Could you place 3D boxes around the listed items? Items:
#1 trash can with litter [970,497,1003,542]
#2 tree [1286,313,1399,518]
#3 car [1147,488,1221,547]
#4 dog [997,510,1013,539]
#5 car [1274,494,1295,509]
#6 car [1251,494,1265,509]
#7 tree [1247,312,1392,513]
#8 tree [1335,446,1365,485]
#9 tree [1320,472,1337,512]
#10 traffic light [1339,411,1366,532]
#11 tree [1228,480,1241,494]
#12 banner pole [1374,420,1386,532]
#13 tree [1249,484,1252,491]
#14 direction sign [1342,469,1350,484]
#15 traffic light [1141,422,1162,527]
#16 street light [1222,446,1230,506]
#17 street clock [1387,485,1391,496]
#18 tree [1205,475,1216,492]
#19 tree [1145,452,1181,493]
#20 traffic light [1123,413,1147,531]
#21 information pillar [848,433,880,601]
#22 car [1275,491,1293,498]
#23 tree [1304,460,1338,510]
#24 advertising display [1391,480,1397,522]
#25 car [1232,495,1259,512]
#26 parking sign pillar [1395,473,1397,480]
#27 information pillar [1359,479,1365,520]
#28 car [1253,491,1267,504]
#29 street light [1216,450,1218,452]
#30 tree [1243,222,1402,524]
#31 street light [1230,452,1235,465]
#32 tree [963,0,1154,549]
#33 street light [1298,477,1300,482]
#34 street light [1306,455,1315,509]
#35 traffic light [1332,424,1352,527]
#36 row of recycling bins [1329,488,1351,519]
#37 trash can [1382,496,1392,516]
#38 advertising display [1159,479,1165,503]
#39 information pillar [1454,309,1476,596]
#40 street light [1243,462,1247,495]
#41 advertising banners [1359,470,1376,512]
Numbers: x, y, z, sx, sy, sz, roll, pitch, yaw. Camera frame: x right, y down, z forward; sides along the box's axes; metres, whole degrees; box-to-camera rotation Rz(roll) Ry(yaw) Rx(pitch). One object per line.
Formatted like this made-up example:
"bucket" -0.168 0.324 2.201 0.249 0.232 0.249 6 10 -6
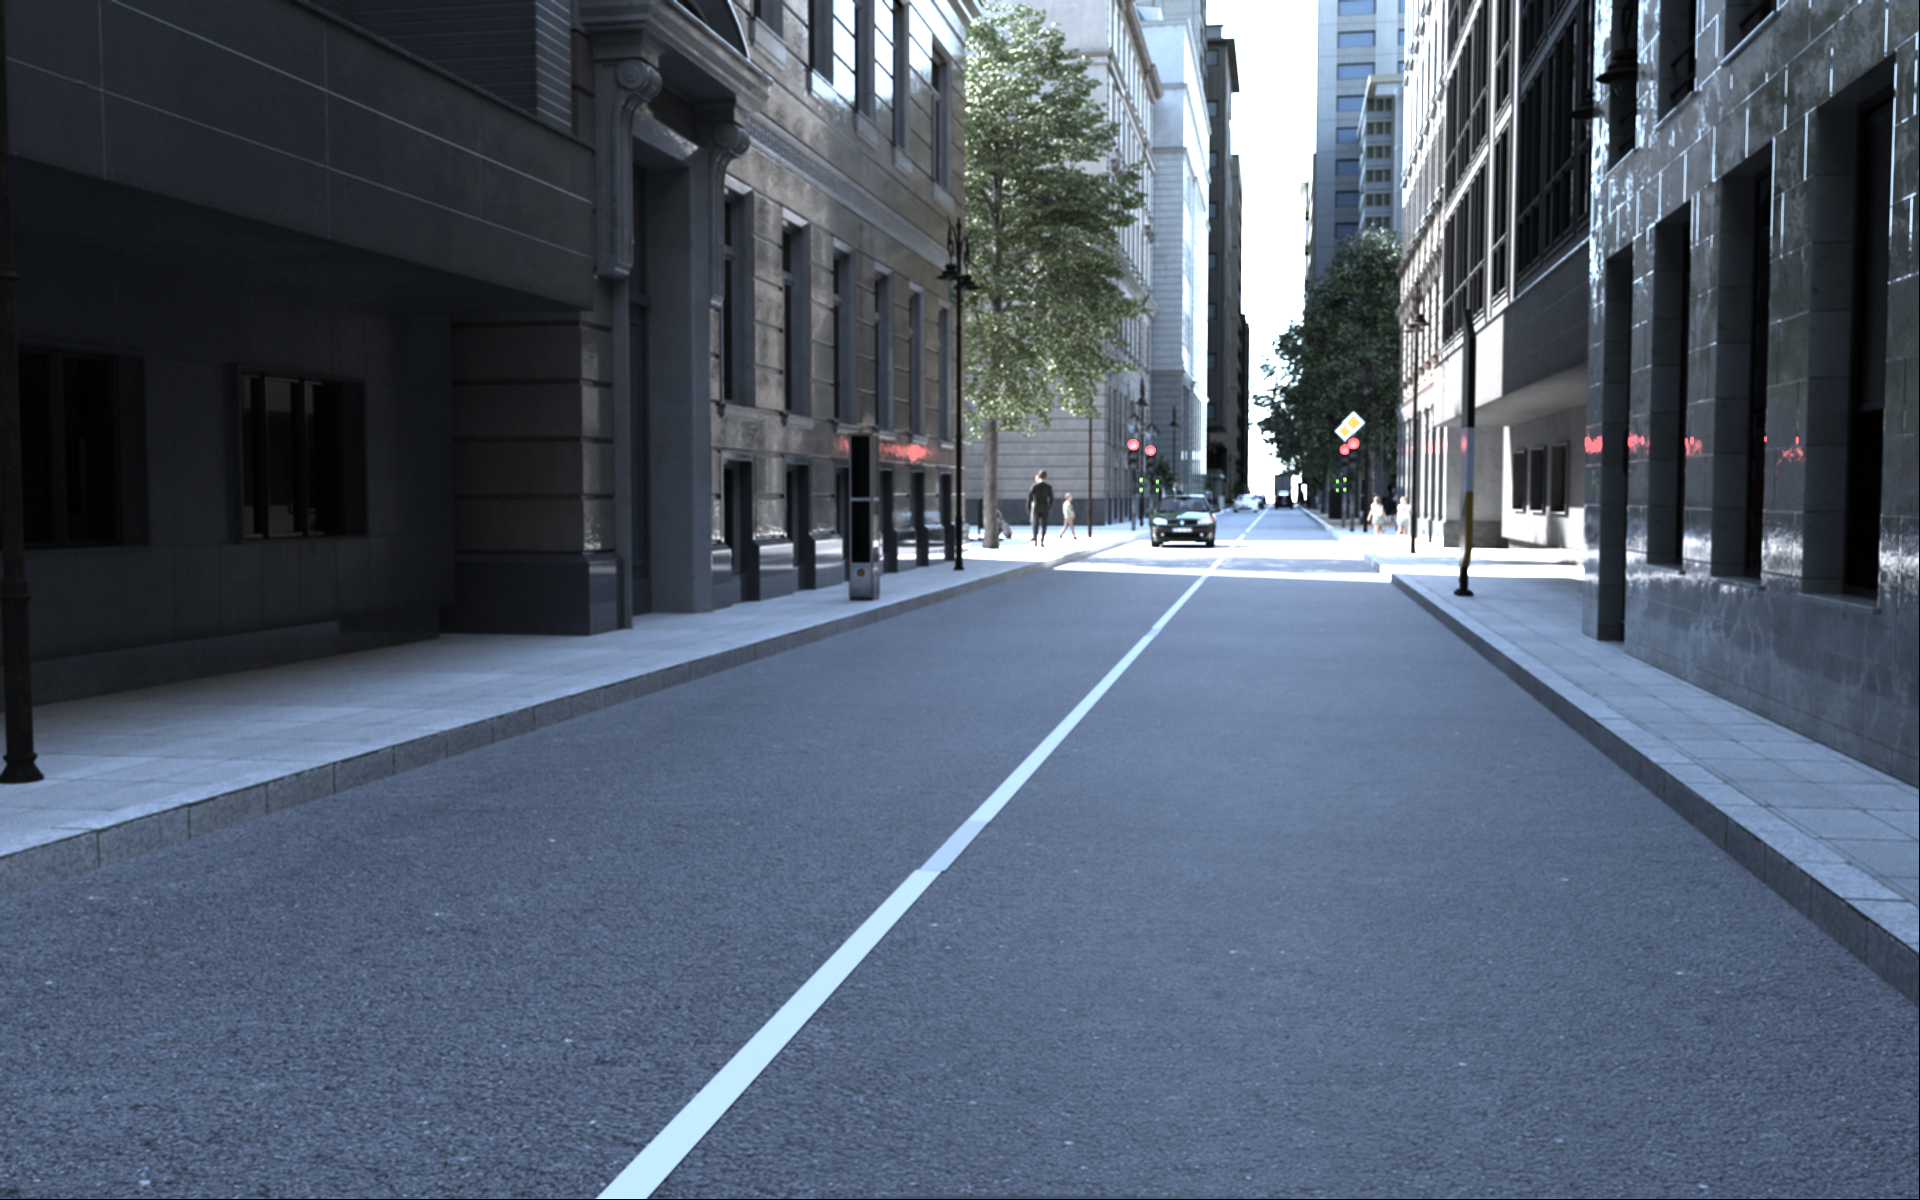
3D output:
"trash can with litter" 0.341 -2.192 46.898 2.233 1.210 1.678 -3 5 -43
"tree" 21.281 -10.218 92.817 9.928 11.665 9.643 0 3 0
"car" 6.180 -2.323 47.775 2.009 1.686 4.222 1 4 9
"dog" 1.289 -2.162 49.736 0.513 0.831 0.800 -2 4 -30
"car" 31.191 -9.597 166.691 2.009 1.686 4.222 1 4 11
"car" 28.398 -9.505 167.208 2.131 1.459 4.920 1 4 11
"tree" 24.306 -12.757 115.228 9.857 13.997 8.962 0 3 0
"tree" 31.171 -11.267 134.577 4.737 8.622 4.395 0 3 0
"tree" 26.943 -8.103 127.082 1.663 3.219 1.824 0 3 0
"traffic light" 13.281 -4.265 58.652 0.839 4.253 0.868 1 4 10
"tree" 34.736 -13.671 218.118 1.663 3.219 1.824 0 3 0
"banner pole" 14.345 -4.223 59.057 0.401 3.779 0.863 1 4 12
"tree" 48.595 -18.547 297.842 1.663 3.219 1.824 0 3 0
"direction sign" 29.069 -8.507 131.080 0.876 3.537 0.379 0 4 -7
"traffic light" 7.498 -4.826 67.826 0.839 4.253 0.868 1 4 10
"street light" 25.151 -11.757 165.008 0.468 5.910 1.993 1 4 10
"street clock" 32.632 -7.749 131.269 0.471 2.002 0.358 0 4 7
"tree" 19.793 -8.960 141.096 1.663 3.219 1.824 0 3 0
"tree" 9.373 -5.194 79.529 1.663 3.219 1.824 0 3 0
"traffic light" 6.040 -4.346 59.975 0.839 4.253 0.868 1 4 10
"information pillar" -1.158 -1.007 20.952 0.304 2.012 0.304 1 4 14
"car" 43.162 -13.579 230.683 2.281 1.827 5.304 1 4 9
"tree" 29.910 -9.712 142.497 4.285 4.588 4.351 0 3 0
"advertising display" 20.410 -4.581 80.119 0.974 1.923 0.123 3 5 43
"car" 22.682 -7.648 137.400 2.083 1.381 4.827 1 4 11
"parking sign pillar" 32.393 -8.431 126.315 1.447 3.967 1.447 -1 4 -11
"information pillar" 19.472 -4.842 83.656 0.304 2.012 0.304 0 4 7
"car" 41.763 -14.261 241.845 2.281 1.827 5.304 1 4 9
"street light" 21.056 -10.437 143.428 0.468 5.910 1.993 1 4 10
"tree" 17.331 -9.555 73.240 9.611 12.733 9.660 0 3 0
"street light" 29.021 -13.052 186.191 0.468 5.910 1.993 1 4 10
"tree" 1.036 -7.457 40.051 7.486 12.596 7.792 0 3 0
"street light" 46.239 -15.944 233.471 0.468 5.910 1.993 1 4 10
"street light" 34.746 -12.178 171.893 0.468 5.910 1.993 1 4 10
"traffic light" 14.739 -4.745 66.503 0.839 4.253 0.868 1 4 10
"row of recycling bins" 19.765 -5.078 90.145 1.069 1.692 3.534 0 4 5
"trash can" 25.461 -5.610 103.382 0.748 1.137 0.748 0 3 0
"advertising display" 8.877 -4.337 76.118 0.123 1.923 0.974 1 4 16
"information pillar" 6.376 -1.860 21.769 0.183 3.616 0.504 0 4 7
"street light" 40.486 -16.808 247.590 0.468 5.910 1.993 1 4 10
"advertising banners" 28.764 -7.822 124.071 2.074 3.025 0.090 0 4 -7
